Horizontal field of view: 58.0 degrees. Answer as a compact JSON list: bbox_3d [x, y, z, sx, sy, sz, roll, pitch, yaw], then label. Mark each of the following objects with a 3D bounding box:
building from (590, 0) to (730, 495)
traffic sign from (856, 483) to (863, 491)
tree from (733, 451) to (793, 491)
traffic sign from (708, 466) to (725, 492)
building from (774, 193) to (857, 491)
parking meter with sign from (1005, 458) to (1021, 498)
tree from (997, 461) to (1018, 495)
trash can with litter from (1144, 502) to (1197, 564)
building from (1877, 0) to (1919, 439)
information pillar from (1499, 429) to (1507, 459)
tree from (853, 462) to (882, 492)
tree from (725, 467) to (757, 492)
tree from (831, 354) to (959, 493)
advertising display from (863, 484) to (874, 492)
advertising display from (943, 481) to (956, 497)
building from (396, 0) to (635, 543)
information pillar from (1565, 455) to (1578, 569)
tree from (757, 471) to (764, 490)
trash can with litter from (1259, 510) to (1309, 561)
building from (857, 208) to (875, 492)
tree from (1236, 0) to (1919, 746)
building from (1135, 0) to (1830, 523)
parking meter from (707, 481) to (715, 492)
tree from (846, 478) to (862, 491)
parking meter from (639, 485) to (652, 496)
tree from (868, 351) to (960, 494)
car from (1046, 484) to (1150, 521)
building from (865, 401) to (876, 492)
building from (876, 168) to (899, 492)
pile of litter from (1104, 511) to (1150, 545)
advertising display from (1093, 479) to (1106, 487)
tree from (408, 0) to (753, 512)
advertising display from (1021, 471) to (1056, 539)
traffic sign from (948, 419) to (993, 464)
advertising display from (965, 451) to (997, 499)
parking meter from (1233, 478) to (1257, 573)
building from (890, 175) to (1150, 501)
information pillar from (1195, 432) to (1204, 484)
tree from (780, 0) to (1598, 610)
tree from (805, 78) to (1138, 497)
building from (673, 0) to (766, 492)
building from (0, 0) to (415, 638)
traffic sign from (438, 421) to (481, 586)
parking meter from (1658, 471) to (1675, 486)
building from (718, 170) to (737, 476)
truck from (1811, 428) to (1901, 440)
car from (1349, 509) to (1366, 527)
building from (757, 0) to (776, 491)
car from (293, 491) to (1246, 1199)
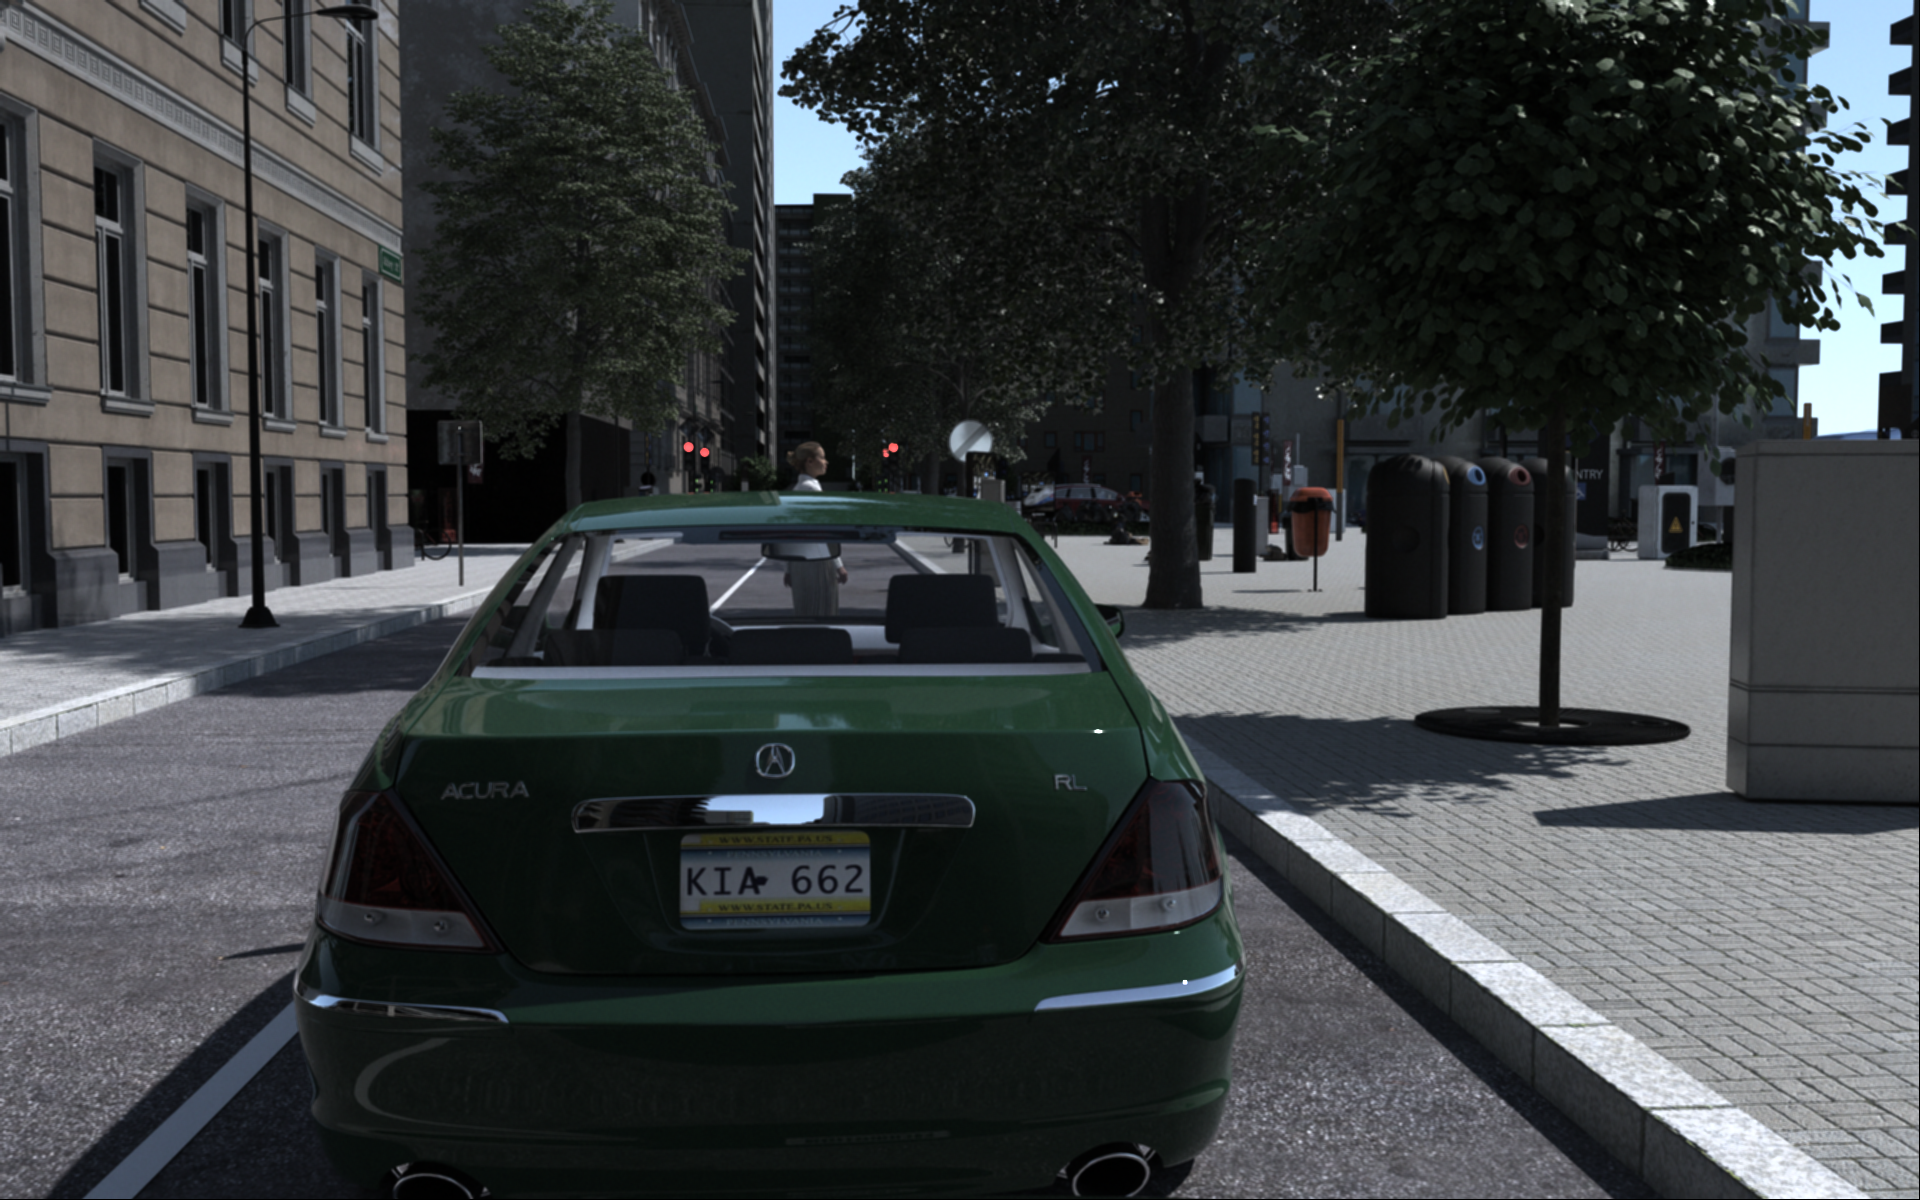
[{"bbox_3d":[-21.513,-19.451,105.416,14.401,28.519,23.554,0,4,-4],"label":"building"},{"bbox_3d":[-8.145,-8.635,141.290,0.768,2.556,0.104,0,4,-2],"label":"traffic sign"},{"bbox_3d":[-15.377,-8.971,130.397,4.285,4.588,4.351,0,3,0],"label":"tree"},{"bbox_3d":[-11.166,-4.856,79.501,0.768,2.556,0.104,0,4,2],"label":"traffic sign"},{"bbox_3d":[-21.652,-33.880,237.526,14.086,41.232,14.154,0,4,-4],"label":"building"},{"bbox_3d":[2.790,-4.693,72.997,1.738,3.016,0.543,0,4,5],"label":"parking meter with sign"},{"bbox_3d":[2.498,-5.871,90.600,1.663,3.219,1.824,0,3,0],"label":"tree"},{"bbox_3d":[3.801,-1.235,31.574,0.624,1.170,1.055,-3,5,-41],"label":"trash can with litter"},{"bbox_3d":[54.503,-26.358,81.061,14.200,45.320,14.600,0,4,-4],"label":"building"},{"bbox_3d":[12.814,-3.029,40.886,0.183,3.616,0.504,0,4,5],"label":"information pillar"},{"bbox_3d":[-6.738,-9.418,137.700,4.285,4.588,4.351,0,3,0],"label":"tree"},{"bbox_3d":[-15.572,-7.785,121.889,1.663,3.219,1.824,0,3,0],"label":"tree"},{"bbox_3d":[-3.473,-10.870,95.849,7.486,12.596,7.792,0,3,0],"label":"tree"},{"bbox_3d":[-5.864,-6.458,110.803,0.123,1.923,0.974,3,4,37],"label":"advertising display"},{"bbox_3d":[-0.324,-4.867,84.793,0.974,1.923,0.123,0,4,7],"label":"advertising display"},{"bbox_3d":[-19.108,-11.309,52.353,16.811,18.784,16.820,0,4,-4],"label":"building"},{"bbox_3d":[10.374,-1.545,29.755,0.304,2.012,0.304,-1,4,-17],"label":"information pillar"},{"bbox_3d":[-15.040,-7.943,124.470,1.663,3.219,1.824,0,3,0],"label":"tree"},{"bbox_3d":[6.329,-1.342,33.321,1.055,1.170,0.624,-2,4,-25],"label":"trash can with litter"},{"bbox_3d":[-7.595,-33.935,238.430,14.086,41.232,14.154,0,4,-4],"label":"building"},{"bbox_3d":[3.285,-1.566,9.315,4.285,4.588,4.351,0,3,0],"label":"tree"},{"bbox_3d":[23.813,-28.444,84.665,30.456,49.044,23.786,0,4,-4],"label":"building"},{"bbox_3d":[-10.647,-4.166,73.824,0.399,1.863,0.255,-2,4,-30],"label":"parking meter"},{"bbox_3d":[-12.732,-13.105,208.864,1.663,3.219,1.824,0,3,0],"label":"tree"},{"bbox_3d":[-8.818,-2.459,48.618,0.372,1.533,0.369,0,3,0],"label":"parking meter"},{"bbox_3d":[-2.569,-8.001,81.181,4.360,8.622,3.978,0,3,0],"label":"tree"},{"bbox_3d":[5.300,-3.588,67.331,5.304,1.827,2.281,0,4,-3],"label":"car"},{"bbox_3d":[4.601,-20.397,178.531,27.650,21.520,28.899,0,4,-4],"label":"building"},{"bbox_3d":[-0.646,-23.487,155.721,14.160,30.474,14.107,0,4,-4],"label":"building"},{"bbox_3d":[4.252,-1.844,44.113,1.176,0.858,1.719,0,4,3],"label":"pile of litter"},{"bbox_3d":[6.184,-4.390,76.988,0.123,1.923,0.974,2,4,34],"label":"advertising display"},{"bbox_3d":[-8.431,-7.420,39.440,7.486,12.596,7.792,0,3,0],"label":"tree"},{"bbox_3d":[2.206,-2.672,48.902,0.974,1.923,0.123,0,4,-6],"label":"advertising display"},{"bbox_3d":[0.181,-1.806,29.631,0.768,2.556,0.104,0,4,-1],"label":"traffic sign"},{"bbox_3d":[0.327,-1.300,26.469,0.123,1.923,0.974,1,4,23],"label":"advertising display"},{"bbox_3d":[4.659,-1.218,28.325,0.372,1.533,0.369,0,3,0],"label":"parking meter"},{"bbox_3d":[9.470,-16.653,117.311,27.650,21.520,28.899,0,4,-4],"label":"building"},{"bbox_3d":[8.979,-4.512,65.126,0.183,3.616,0.504,3,5,40],"label":"information pillar"},{"bbox_3d":[2.511,-6.876,19.082,9.857,13.997,8.962,0,3,0],"label":"tree"},{"bbox_3d":[0.305,-6.293,37.306,7.601,10.594,8.767,-1,4,-16],"label":"tree"},{"bbox_3d":[-28.672,-32.501,155.088,21.300,48.544,21.600,0,4,-4],"label":"building"},{"bbox_3d":[-15.146,-14.299,19.694,13.634,28.700,20.117,0,4,-4],"label":"building"},{"bbox_3d":[-6.969,-1.347,24.151,0.606,2.300,0.079,0,4,2],"label":"traffic sign"},{"bbox_3d":[18.182,-2.381,44.647,0.399,1.863,0.255,1,4,11],"label":"parking meter"},{"bbox_3d":[-24.535,-20.544,129.408,14.314,27.812,24.014,0,4,-4],"label":"building"},{"bbox_3d":[43.740,-5.013,71.722,18.799,4.110,2.967,0,4,-4],"label":"truck"},{"bbox_3d":[17.481,-3.428,68.626,3.894,1.354,1.945,0,4,-4],"label":"car"},{"bbox_3d":[-32.909,-47.077,207.964,20.611,71.187,20.563,0,4,-4],"label":"building"},{"bbox_3d":[-0.470,0.409,5.111,2.131,1.459,4.920,0,4,-4],"label":"car"}]
